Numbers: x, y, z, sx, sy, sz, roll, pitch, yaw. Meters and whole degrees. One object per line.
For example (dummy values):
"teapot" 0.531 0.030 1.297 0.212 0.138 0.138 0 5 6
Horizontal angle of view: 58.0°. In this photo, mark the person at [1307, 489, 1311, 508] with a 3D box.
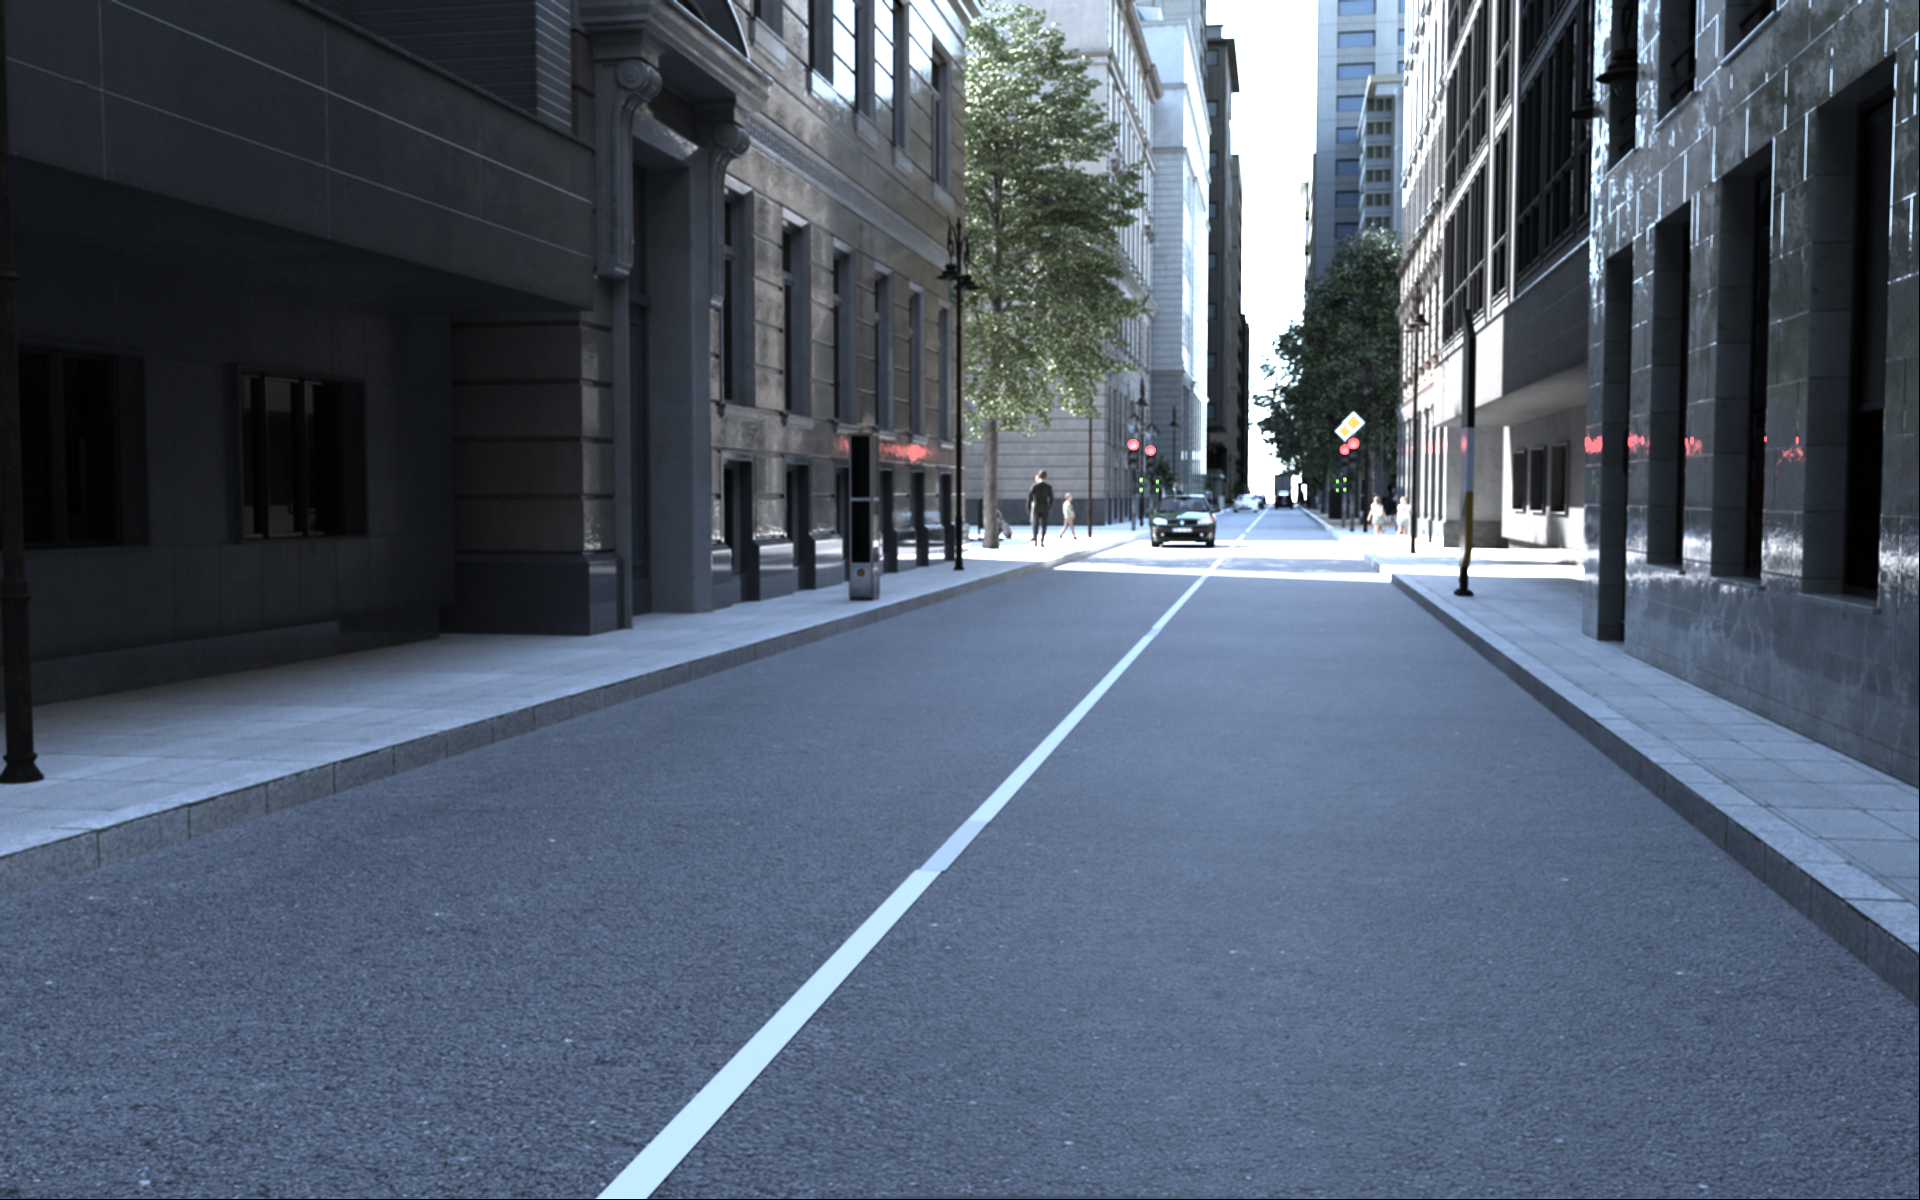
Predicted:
"person" 32.503 -9.482 161.159 0.705 1.814 1.350 1 4 12

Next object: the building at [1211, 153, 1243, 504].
"building" 27.405 -37.463 236.227 21.300 48.544 21.600 1 4 10

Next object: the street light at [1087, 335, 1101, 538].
"street light" 3.787 -4.743 50.328 0.468 5.910 1.993 1 4 10

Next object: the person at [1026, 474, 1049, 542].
"person" 2.145 -2.489 46.832 0.635 1.810 0.391 3 5 41

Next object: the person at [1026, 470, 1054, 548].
"person" 1.927 -2.189 41.605 0.659 1.850 0.755 0 4 3

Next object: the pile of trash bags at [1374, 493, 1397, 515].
"pile of trash bags" 26.725 -5.914 106.444 3.447 1.369 1.912 0 4 1

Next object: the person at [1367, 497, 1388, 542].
"person" 11.256 -2.181 46.719 0.505 1.210 0.382 -1 4 -19

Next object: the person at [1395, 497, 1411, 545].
"person" 11.320 -2.017 44.039 0.505 1.210 0.382 1 4 18

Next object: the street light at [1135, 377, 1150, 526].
"street light" 7.220 -5.865 68.677 0.468 5.910 1.993 1 4 10

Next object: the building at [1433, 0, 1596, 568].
"building" 15.650 -14.235 26.254 14.314 27.812 24.014 1 4 10

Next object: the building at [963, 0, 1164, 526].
"building" 2.465 -17.375 81.348 12.463 27.353 25.104 1 4 10

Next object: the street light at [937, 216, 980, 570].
"street light" -0.019 -3.446 29.133 0.468 5.910 1.993 1 4 10

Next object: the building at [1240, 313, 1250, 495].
"building" 39.891 -31.203 281.861 14.160 30.474 14.107 1 4 10

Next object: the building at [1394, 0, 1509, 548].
"building" 17.681 -12.183 48.342 9.793 20.994 18.267 1 4 10

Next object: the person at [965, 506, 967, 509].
"person" -0.113 -2.595 48.827 0.721 1.781 0.623 -1 4 -9

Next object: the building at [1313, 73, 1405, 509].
"building" 47.839 -28.150 152.130 32.217 40.220 23.993 1 4 10

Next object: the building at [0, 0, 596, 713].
"building" -12.598 -11.129 1.029 14.314 24.678 30.058 1 4 10

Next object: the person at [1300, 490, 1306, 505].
"person" 40.099 -11.960 202.398 0.445 1.727 0.742 3 5 42

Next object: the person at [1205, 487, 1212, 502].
"person" 19.525 -7.991 136.543 0.661 1.843 0.795 0 4 -4

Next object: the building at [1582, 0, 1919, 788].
"building" 9.303 -9.260 6.147 10.420 20.320 16.860 1 4 10

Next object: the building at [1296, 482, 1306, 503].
"building" 66.059 -34.389 254.143 32.217 40.220 23.993 1 4 10

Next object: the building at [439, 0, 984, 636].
"building" -7.690 -14.652 25.465 13.634 28.700 20.117 1 4 10

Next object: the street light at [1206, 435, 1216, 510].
"street light" 19.080 -9.757 132.318 0.468 5.910 1.993 1 4 10

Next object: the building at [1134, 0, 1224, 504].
"building" 16.877 -45.190 177.103 20.563 71.187 20.611 1 4 10

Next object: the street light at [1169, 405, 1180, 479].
"street light" 11.106 -7.162 89.890 0.468 5.910 1.993 1 4 10

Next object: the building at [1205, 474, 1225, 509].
"building" 7.544 -28.389 156.047 32.217 40.220 23.993 1 4 10

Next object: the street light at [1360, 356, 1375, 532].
"street light" 13.657 -5.223 58.189 0.468 5.910 1.993 1 4 10

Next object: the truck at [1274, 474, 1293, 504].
"truck" 46.104 -15.797 247.186 2.839 4.237 11.283 1 4 11

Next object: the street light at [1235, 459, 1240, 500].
"street light" 33.008 -14.347 207.352 0.468 5.910 1.993 1 4 10

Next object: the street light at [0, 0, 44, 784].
"street light" -4.206 -2.128 7.579 0.468 5.910 1.993 1 4 10

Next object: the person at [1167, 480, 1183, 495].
"person" 7.417 -3.173 59.748 0.474 1.900 0.648 2 4 35

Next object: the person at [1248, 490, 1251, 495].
"person" 26.665 -9.201 159.075 0.705 1.807 1.348 2 4 31

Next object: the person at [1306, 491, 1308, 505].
"person" 41.146 -12.075 204.932 0.415 1.643 0.593 -1 4 -21

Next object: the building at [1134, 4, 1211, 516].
"building" 9.372 -20.226 108.187 11.434 29.767 29.804 1 4 10

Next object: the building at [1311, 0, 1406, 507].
"building" 47.145 -38.911 178.197 21.231 58.520 28.212 1 4 10

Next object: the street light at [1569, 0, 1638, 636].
"street light" 5.768 -2.612 15.491 0.468 5.910 1.993 1 4 10

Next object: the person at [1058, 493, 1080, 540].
"person" 3.025 -2.327 48.356 0.640 1.303 0.475 -2 4 -28

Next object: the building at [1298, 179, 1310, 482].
"building" 69.027 -42.237 279.814 28.713 52.752 27.495 1 4 10

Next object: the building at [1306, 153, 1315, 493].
"building" 57.593 -37.198 231.884 21.300 48.544 21.600 1 4 10

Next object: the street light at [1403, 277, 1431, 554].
"street light" 9.718 -3.927 36.990 0.468 5.910 1.993 1 4 10

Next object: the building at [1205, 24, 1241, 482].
"building" 17.723 -37.485 202.121 28.713 52.752 27.495 1 4 10
